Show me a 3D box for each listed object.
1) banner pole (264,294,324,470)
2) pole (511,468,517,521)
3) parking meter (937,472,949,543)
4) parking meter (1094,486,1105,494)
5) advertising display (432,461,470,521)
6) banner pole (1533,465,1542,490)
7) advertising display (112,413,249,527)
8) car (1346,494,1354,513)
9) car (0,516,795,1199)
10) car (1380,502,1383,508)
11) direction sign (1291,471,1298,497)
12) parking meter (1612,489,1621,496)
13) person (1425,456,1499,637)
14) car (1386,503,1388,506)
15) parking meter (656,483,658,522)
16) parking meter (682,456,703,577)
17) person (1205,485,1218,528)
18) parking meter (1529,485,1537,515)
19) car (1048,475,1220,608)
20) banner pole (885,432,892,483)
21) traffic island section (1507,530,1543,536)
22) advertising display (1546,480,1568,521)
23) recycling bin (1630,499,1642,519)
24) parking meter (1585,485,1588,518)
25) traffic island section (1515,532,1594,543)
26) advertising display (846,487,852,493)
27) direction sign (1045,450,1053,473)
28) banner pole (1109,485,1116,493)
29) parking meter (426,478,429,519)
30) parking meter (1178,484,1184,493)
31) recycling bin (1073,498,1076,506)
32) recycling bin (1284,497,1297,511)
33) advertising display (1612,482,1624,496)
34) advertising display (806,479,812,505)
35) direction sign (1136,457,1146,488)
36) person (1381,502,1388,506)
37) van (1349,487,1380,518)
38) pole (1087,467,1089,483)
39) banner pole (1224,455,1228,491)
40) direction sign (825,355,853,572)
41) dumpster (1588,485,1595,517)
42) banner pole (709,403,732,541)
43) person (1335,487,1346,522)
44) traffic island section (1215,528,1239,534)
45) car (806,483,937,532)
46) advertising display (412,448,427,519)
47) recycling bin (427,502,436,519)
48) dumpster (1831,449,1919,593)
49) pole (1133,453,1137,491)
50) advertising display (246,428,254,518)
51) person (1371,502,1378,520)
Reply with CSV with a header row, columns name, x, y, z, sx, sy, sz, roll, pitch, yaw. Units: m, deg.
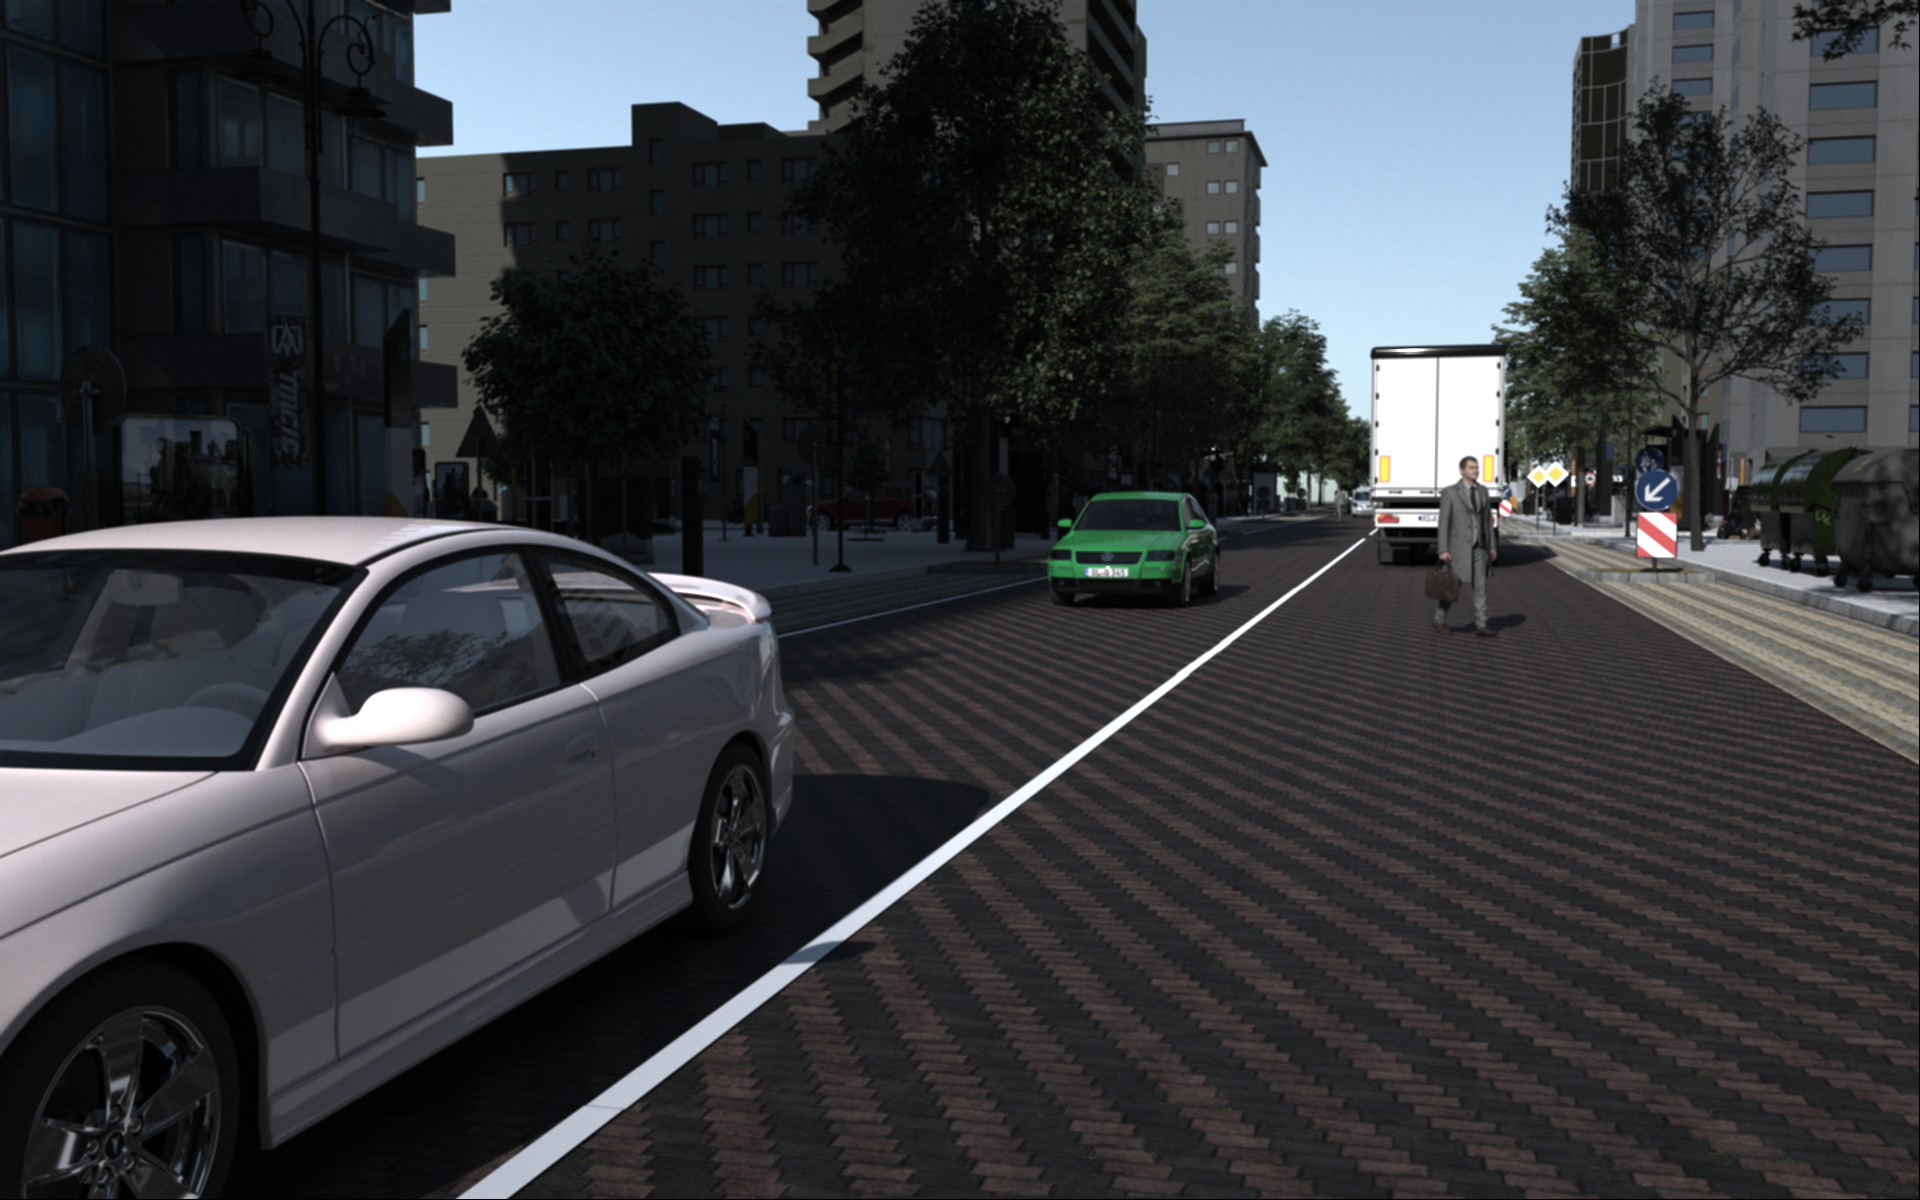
name,x,y,z,sx,sy,sz,roll,pitch,yaw
banner pole,-8.161,-1.926,21.511,0.863,3.779,0.401,-3,5,-40
pole,-18.462,-4.759,71.651,0.158,3.312,0.155,0,3,0
parking meter,-0.442,-2.415,45.192,0.255,1.863,0.399,-1,4,-14
parking meter,4.452,-2.879,55.484,0.372,1.533,0.369,0,3,0
advertising display,-10.124,-1.794,34.551,0.974,1.923,0.123,3,4,38
banner pole,43.041,-8.497,128.944,0.863,3.779,0.401,3,5,42
advertising display,-6.317,-0.540,14.047,0.974,1.923,0.123,-3,5,-42
car,30.629,-7.503,132.900,2.015,1.641,3.980,1,4,15
car,-1.942,0.475,4.602,2.083,1.381,4.827,1,4,15
car,38.019,-8.963,156.770,2.015,1.641,3.980,1,4,17
direction sign,26.288,-8.816,136.143,0.379,3.537,0.876,-1,4,-20
parking meter,30.346,-4.385,80.113,0.372,1.533,0.369,0,3,0
person,5.102,-0.541,17.442,0.694,1.812,0.767,-1,4,-19
car,20.074,-3.980,77.434,2.083,1.381,4.827,1,4,16
parking meter,-13.872,-4.562,80.295,0.399,1.863,0.255,2,4,31
parking meter,-4.168,-1.301,26.977,0.255,1.863,0.399,0,4,4
person,9.742,-3.580,67.393,0.532,1.782,0.716,0,4,1
parking meter,35.185,-6.157,106.384,0.399,1.863,0.255,2,4,24
car,2.418,-0.893,23.404,1.959,1.807,4.718,1,4,16
banner pole,-2.799,-4.791,68.351,0.401,3.779,0.863,1,4,19
traffic island section,20.129,-2.325,60.293,2.009,0.180,2.903,1,4,15
advertising display,28.157,-4.681,81.741,0.974,1.923,0.123,3,5,40
recycling bin,34.499,-4.629,88.241,0.722,1.027,0.722,0,4,5
parking meter,33.147,-5.284,92.110,0.399,1.863,0.255,-1,4,-11
traffic island section,18.062,-1.853,52.579,2.009,0.180,2.903,1,4,15
advertising display,-4.062,-3.884,68.712,0.974,1.923,0.123,-2,4,-35
direction sign,4.533,-5.944,89.184,0.379,3.537,0.876,-2,4,-28
banner pole,10.698,-8.050,121.640,0.863,3.779,0.401,1,4,17
parking meter,-16.863,-2.970,54.264,0.399,1.863,0.255,-1,4,-22
parking meter,11.772,-5.260,91.710,0.255,1.863,0.399,-3,5,-45
recycling bin,7.101,-6.034,111.209,0.722,1.027,0.722,0,4,-1
recycling bin,25.782,-7.501,135.195,0.722,1.027,0.722,3,5,43
advertising display,33.730,-5.146,89.348,0.974,1.923,0.123,-1,4,-9
advertising display,-6.537,-4.183,73.613,0.123,1.923,0.974,2,4,34
direction sign,11.044,-6.946,105.566,0.379,3.537,0.876,-2,4,-34
person,32.176,-7.482,130.842,0.660,1.820,0.620,-2,4,-26
van,24.641,-6.004,105.183,2.013,2.044,4.112,1,4,14
pole,8.678,-7.565,117.537,0.158,3.312,0.155,0,3,0
banner pole,17.114,-7.443,111.715,0.401,3.779,0.863,3,4,37
direction sign,-1.978,-2.240,28.619,0.379,3.537,0.876,2,4,23
dumpster,35.886,-5.581,97.006,1.264,1.857,1.865,1,4,15
banner pole,-6.604,-3.510,47.413,0.401,3.779,0.863,2,4,30
person,19.602,-4.936,89.309,0.635,1.810,0.391,-3,5,-41
traffic island section,9.078,-2.506,63.249,2.009,0.180,2.903,1,4,15
car,-3.059,-3.263,62.024,5.304,1.827,2.281,1,4,16
advertising display,-7.701,-1.159,24.158,0.123,1.923,0.974,0,4,7
recycling bin,-16.529,-2.596,55.001,0.722,1.027,0.722,-2,4,-33
dumpster,12.436,-1.054,22.999,1.264,1.857,1.865,1,4,15
pole,8.709,-5.655,86.306,0.158,3.312,0.155,0,3,0
advertising display,-7.284,-0.714,16.884,0.974,1.923,0.123,2,4,25
person,22.578,-5.076,94.081,0.523,1.515,0.503,1,4,12
